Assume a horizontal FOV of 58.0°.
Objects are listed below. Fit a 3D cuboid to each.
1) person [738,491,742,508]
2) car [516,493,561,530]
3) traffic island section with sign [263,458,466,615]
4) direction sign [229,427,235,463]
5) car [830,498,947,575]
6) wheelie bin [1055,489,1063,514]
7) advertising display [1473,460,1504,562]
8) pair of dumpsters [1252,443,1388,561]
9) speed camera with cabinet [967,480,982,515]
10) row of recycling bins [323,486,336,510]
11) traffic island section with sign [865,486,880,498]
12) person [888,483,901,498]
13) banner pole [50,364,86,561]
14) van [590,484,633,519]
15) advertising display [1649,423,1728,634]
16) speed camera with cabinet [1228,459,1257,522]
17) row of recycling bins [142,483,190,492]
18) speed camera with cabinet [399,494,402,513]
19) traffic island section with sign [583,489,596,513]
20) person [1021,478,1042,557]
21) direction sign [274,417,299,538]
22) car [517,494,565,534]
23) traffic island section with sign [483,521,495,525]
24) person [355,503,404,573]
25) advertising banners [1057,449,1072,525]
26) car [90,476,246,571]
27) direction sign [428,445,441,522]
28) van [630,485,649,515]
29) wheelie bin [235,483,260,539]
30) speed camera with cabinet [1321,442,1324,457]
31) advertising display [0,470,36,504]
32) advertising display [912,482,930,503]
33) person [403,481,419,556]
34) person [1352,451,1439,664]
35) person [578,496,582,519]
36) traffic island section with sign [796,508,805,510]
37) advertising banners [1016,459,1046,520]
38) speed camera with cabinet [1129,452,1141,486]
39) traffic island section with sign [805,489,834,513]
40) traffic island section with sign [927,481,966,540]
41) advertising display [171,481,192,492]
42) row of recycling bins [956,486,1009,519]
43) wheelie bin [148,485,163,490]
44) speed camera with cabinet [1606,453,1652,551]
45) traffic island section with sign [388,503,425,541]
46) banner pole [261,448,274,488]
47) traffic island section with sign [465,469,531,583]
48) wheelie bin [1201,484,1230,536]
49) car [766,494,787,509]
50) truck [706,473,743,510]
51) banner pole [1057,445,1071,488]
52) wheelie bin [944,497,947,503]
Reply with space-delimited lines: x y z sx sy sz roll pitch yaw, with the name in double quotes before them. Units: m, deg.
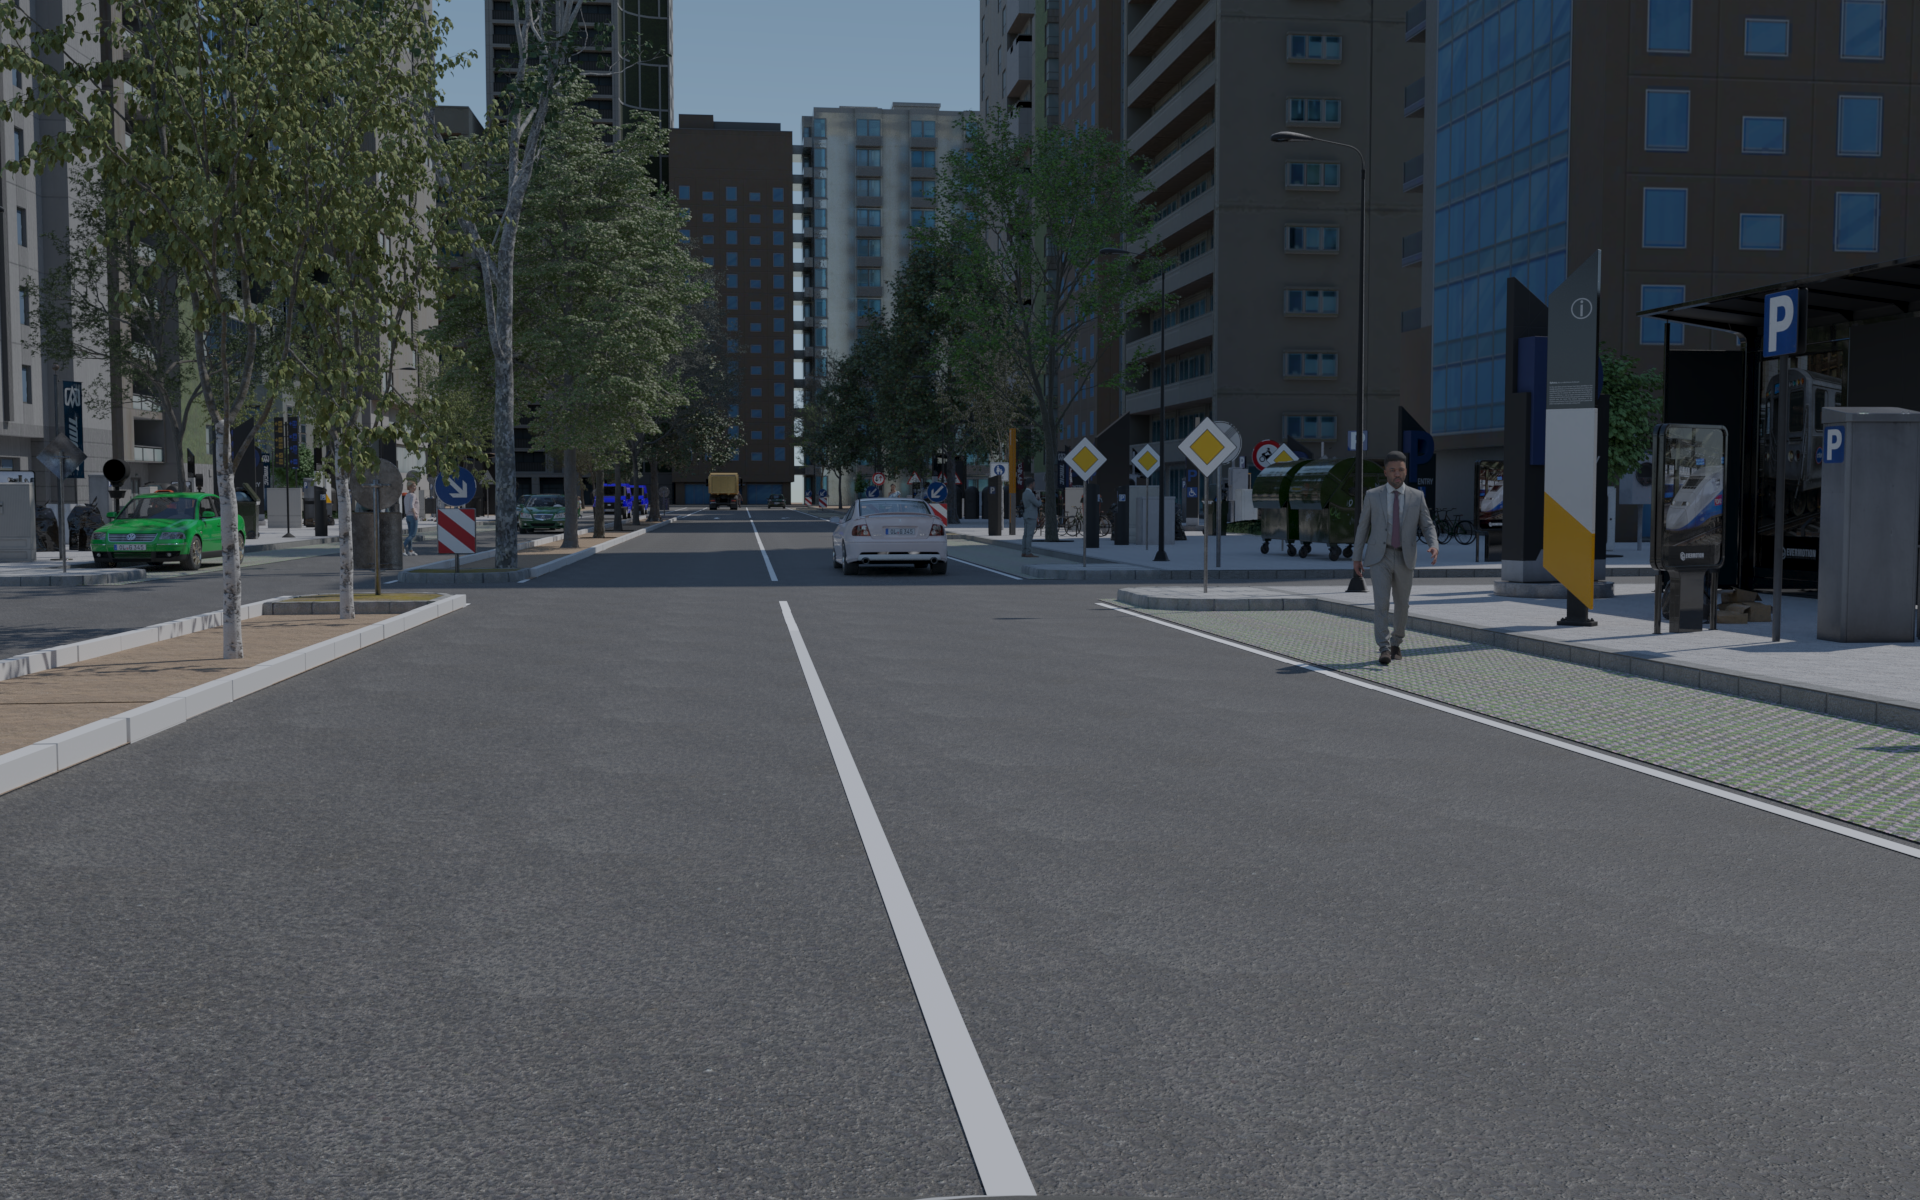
"person" -23.030 -10.442 179.773 0.990 1.755 0.434 1 4 18
"car" -16.987 -3.649 69.448 2.009 1.686 4.222 -1 4 -8
"traffic island section with sign" -7.340 -0.812 21.412 2.006 1.907 1.989 0 4 -7
"direction sign" -24.611 -4.068 58.507 0.379 3.537 0.876 -3 4 -36
"car" -1.341 -1.208 32.114 2.083 1.381 4.827 0 4 -8
"wheelie bin" 5.924 -5.929 104.840 0.693 1.594 0.980 2 4 26
"advertising display" 10.104 -1.685 32.769 0.974 1.923 0.123 -2 4 -31
"pair of dumpsters" 7.290 -1.988 35.004 1.574 2.255 4.437 0 4 -7
"speed camera with cabinet" 0.789 -6.831 106.025 2.038 3.252 0.660 -1 4 -18
"row of recycling bins" -34.674 -5.357 94.694 1.069 1.692 3.534 -1 4 -22
"traffic island section with sign" -4.291 -4.479 81.852 1.989 1.847 2.006 0 4 -7
"person" -2.350 -3.203 60.956 0.616 1.811 0.778 2 4 26
"banner pole" -17.334 -2.669 33.660 0.401 3.779 0.863 1 4 18
"van" -20.033 -5.843 99.919 2.240 2.365 5.245 0 4 -7
"advertising display" 6.754 -0.663 16.058 0.974 1.923 0.123 -2 4 -33
"speed camera with cabinet" 9.770 -4.003 59.780 0.660 3.252 2.038 0 4 -4
"row of recycling bins" -30.527 -3.627 66.409 1.069 1.692 3.534 -3 5 -44
"speed camera with cabinet" -27.545 -5.411 82.810 0.660 3.252 2.038 1 4 17
"traffic island section with sign" -27.090 -7.386 129.394 1.989 1.847 2.006 0 4 -7
"person" 1.637 -1.860 39.097 0.466 1.800 0.511 -2 4 -29
"direction sign" -19.794 -3.606 50.956 0.876 3.537 0.379 1 4 22
"car" -15.237 -3.200 64.112 2.131 1.459 4.920 -1 4 -9
"traffic island section with sign" -20.852 -4.357 79.869 1.989 1.847 2.006 0 4 -7
"person" -10.373 -1.377 30.992 0.713 1.824 0.794 2 4 35
"advertising banners" 4.088 -4.338 67.107 0.090 3.025 2.074 1 4 20
"car" -15.228 -1.509 33.465 1.959 1.807 4.718 0 4 -7
"direction sign" -23.993 -5.350 79.469 0.379 3.537 0.876 3 5 43
"van" -22.633 -7.049 119.630 2.240 2.365 5.245 0 4 -7
"wheelie bin" -20.284 -2.526 49.201 0.693 1.594 0.980 -1 4 -13
"speed camera with cabinet" 14.384 -4.405 66.365 2.038 3.252 0.660 -1 4 -19
"advertising display" -25.466 -2.539 46.720 0.974 1.923 0.123 -2 4 -34
"advertising display" -2.054 -5.287 91.655 0.974 1.923 0.123 -2 4 -23
"person" -12.738 -1.887 40.022 0.731 1.740 0.598 3 5 39
"person" 3.678 -0.360 14.666 0.678 1.792 0.850 0 4 8
"person" -22.052 -5.357 100.330 0.306 1.304 0.590 1 4 21
"traffic island section with sign" -14.097 -9.222 159.408 1.989 1.847 2.006 0 4 -7
"advertising banners" 3.569 -5.478 85.755 2.074 3.025 0.090 -2 4 -33
"speed camera with cabinet" 7.384 -5.290 80.829 2.038 3.252 0.660 2 4 26
"traffic island section with sign" -10.575 -7.526 131.670 1.989 1.847 2.006 0 4 -7
"traffic island section with sign" -0.914 -2.843 55.108 1.989 1.847 2.006 0 4 -7
"advertising display" -38.700 -4.949 86.126 0.974 1.923 0.123 0 4 -4
"row of recycling bins" 1.082 -5.001 88.875 3.534 1.692 1.069 0 4 2
"wheelie bin" -28.624 -3.279 61.518 0.693 1.594 0.980 1 4 12
"speed camera with cabinet" 14.644 -2.726 38.909 2.038 3.252 0.660 -1 4 -11
"traffic island section with sign" -17.420 -2.699 52.754 1.989 1.847 2.006 0 4 -7
"banner pole" -37.270 -6.326 93.439 0.401 3.779 0.863 3 5 43
"traffic island section with sign" -8.258 -1.262 28.762 2.006 1.907 1.989 0 4 -7
"wheelie bin" 7.901 -2.791 53.540 0.693 1.594 0.980 -2 4 -27
"car" -17.994 -9.792 169.882 2.009 1.686 4.222 0 4 -7
"truck" -21.601 -9.941 158.454 3.469 3.379 9.791 0 4 -7
"banner pole" 5.397 -6.060 89.096 0.863 3.779 0.401 -1 4 -8
"wheelie bin" -0.593 -5.091 91.139 0.980 1.594 0.693 -1 4 -16
